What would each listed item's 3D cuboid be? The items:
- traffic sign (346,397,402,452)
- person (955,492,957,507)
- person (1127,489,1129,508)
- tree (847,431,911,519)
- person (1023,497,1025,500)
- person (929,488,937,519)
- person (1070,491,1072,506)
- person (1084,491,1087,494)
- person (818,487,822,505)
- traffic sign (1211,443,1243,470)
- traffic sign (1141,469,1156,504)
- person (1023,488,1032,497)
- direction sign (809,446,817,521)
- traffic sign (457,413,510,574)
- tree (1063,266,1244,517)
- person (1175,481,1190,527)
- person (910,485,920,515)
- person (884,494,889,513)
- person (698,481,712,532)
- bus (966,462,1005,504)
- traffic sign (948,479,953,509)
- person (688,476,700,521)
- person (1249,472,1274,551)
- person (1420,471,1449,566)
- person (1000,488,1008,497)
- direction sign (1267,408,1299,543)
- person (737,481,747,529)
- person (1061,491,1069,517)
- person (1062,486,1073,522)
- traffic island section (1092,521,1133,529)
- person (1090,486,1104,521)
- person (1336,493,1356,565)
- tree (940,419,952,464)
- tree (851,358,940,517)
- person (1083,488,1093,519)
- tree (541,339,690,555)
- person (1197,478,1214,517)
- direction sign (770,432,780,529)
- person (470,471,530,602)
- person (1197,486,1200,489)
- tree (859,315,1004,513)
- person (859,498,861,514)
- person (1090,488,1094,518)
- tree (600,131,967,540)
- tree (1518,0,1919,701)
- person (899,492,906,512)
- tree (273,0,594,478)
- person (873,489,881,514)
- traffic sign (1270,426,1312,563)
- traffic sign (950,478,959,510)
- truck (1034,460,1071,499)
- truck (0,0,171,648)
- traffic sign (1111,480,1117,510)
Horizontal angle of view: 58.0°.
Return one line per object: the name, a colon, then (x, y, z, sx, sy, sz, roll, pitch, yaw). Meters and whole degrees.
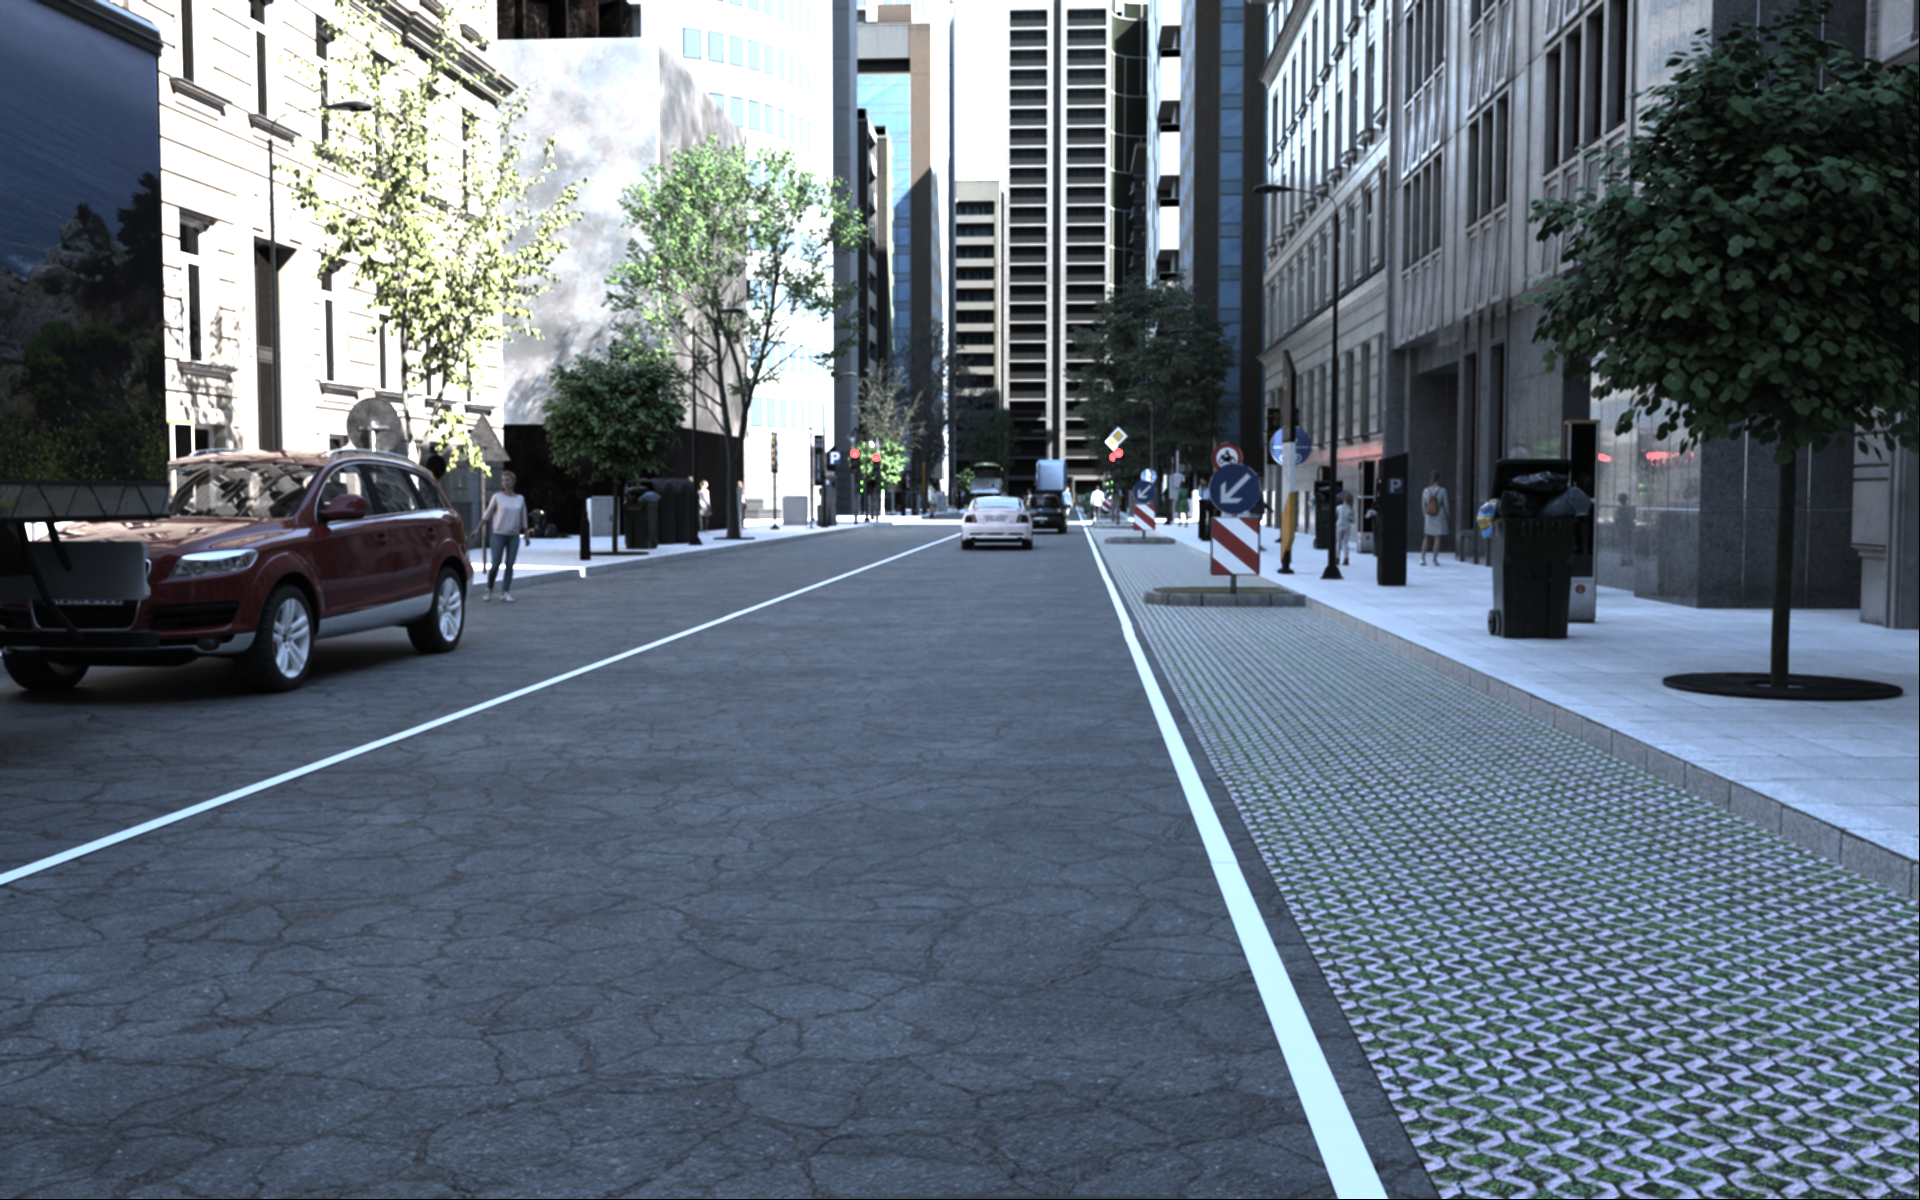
traffic sign: (-7.710, -1.387, 22.781, 0.768, 2.556, 0.104, 0, 4, 6)
person: (-0.311, -10.432, 176.539, 0.705, 1.831, 1.348, -2, 4, -29)
person: (15.311, -9.317, 158.393, 1.348, 1.821, 0.705, 0, 4, -4)
tree: (-4.194, -6.481, 89.679, 4.285, 4.588, 4.351, 0, 3, 0)
person: (5.395, -7.823, 141.898, 0.738, 1.151, 1.012, 0, 4, 7)
person: (-1.580, -5.512, 99.104, 0.515, 1.767, 0.782, 1, 4, 10)
person: (13.580, -12.510, 213.494, 0.568, 1.767, 0.683, 0, 4, -8)
person: (13.963, -11.116, 190.966, 0.721, 1.743, 1.217, 1, 4, 9)
person: (-5.627, -4.096, 72.811, 0.655, 1.846, 0.447, -2, 4, -26)
traffic sign: (6.615, -2.619, 42.925, 0.768, 2.556, 0.104, 1, 4, 13)
traffic sign: (9.603, -5.389, 88.209, 0.768, 2.556, 0.104, 0, 4, 4)
person: (3.740, -5.286, 95.496, 0.524, 1.755, 0.480, 0, 4, -4)
direction sign: (-7.017, -5.544, 82.648, 0.379, 3.537, 0.876, 0, 4, -8)
traffic sign: (-7.654, -1.701, 27.808, 0.884, 2.594, 0.081, 0, 4, 5)
tree: (10.820, -11.602, 96.344, 9.857, 13.997, 8.962, 0, 3, 0)
person: (8.740, -3.770, 67.925, 0.600, 1.795, 0.529, -2, 4, -29)
person: (-2.751, -6.146, 106.342, 0.655, 1.846, 0.447, -3, 4, -38)
person: (-4.999, -6.571, 117.754, 0.425, 1.301, 0.394, -2, 4, -35)
person: (-8.506, -3.109, 57.628, 0.466, 1.731, 0.760, 0, 4, -4)
bus: (2.186, -8.961, 138.060, 2.896, 3.916, 12.252, 0, 4, 3)
traffic sign: (-0.646, -8.823, 144.357, 0.768, 2.556, 0.104, 1, 4, 11)
person: (-8.418, -2.952, 54.269, 0.622, 1.834, 0.822, 1, 4, 11)
person: (6.666, -1.987, 38.878, 0.721, 1.781, 0.623, 1, 4, 12)
person: (8.480, -1.464, 30.977, 0.512, 1.701, 0.522, 2, 4, 24)
person: (2.700, -5.831, 104.170, 0.599, 1.781, 0.374, 0, 4, -8)
direction sign: (8.536, -3.293, 45.837, 0.876, 3.537, 0.379, -1, 4, -13)
person: (-8.136, -3.486, 63.634, 0.643, 1.750, 0.593, -1, 4, -14)
person: (6.557, -6.100, 108.251, 0.660, 1.820, 0.620, 3, 5, 41)
person: (5.442, -4.911, 88.823, 0.581, 1.822, 0.654, 3, 4, 36)
traffic island section: (7.121, -3.548, 80.288, 2.009, 0.180, 2.903, 0, 4, 4)
person: (6.865, -4.792, 86.693, 0.661, 1.843, 0.795, 0, 4, 2)
person: (6.897, -1.278, 31.223, 0.425, 1.301, 0.394, -1, 4, -16)
tree: (-2.305, -11.109, 131.986, 4.360, 8.622, 3.978, 0, 3, 0)
tree: (-4.052, -8.854, 95.121, 4.360, 8.622, 3.978, 0, 3, 0)
person: (7.262, -5.441, 97.701, 0.600, 1.795, 0.529, 0, 4, -7)
tree: (-7.346, -3.239, 36.680, 4.285, 4.588, 4.351, 0, 3, 0)
person: (7.723, -2.918, 54.015, 0.793, 1.790, 0.793, -2, 4, -26)
direction sign: (-6.763, -4.356, 63.216, 0.379, 3.537, 0.876, 0, 4, 7)
person: (-6.162, -0.848, 23.039, 0.731, 1.740, 0.598, -3, 5, -40)
person: (11.562, -4.679, 83.547, 0.522, 1.701, 0.512, 1, 4, 9)
tree: (-2.231, -12.695, 117.925, 12.009, 13.543, 11.850, 0, 3, 0)
person: (-6.678, -6.276, 113.339, 0.332, 1.250, 0.352, 2, 4, 24)
person: (7.717, -5.648, 101.021, 0.419, 1.800, 0.721, 2, 4, 32)
tree: (-6.344, -7.531, 48.883, 9.928, 11.665, 9.643, 0, 3, 0)
tree: (5.432, -1.682, 11.220, 4.285, 4.588, 4.351, 0, 3, 0)
person: (-4.044, -7.101, 122.571, 0.534, 1.772, 0.576, -3, 5, -44)
tree: (-7.811, -4.586, 25.340, 4.737, 8.622, 4.395, 0, 3, 0)
person: (-5.197, -6.132, 106.278, 0.794, 1.824, 0.713, 1, 4, 23)
traffic sign: (6.145, -1.966, 32.242, 0.768, 2.556, 0.104, 0, 4, 8)
traffic sign: (-0.481, -8.624, 141.101, 0.768, 2.556, 0.104, 0, 4, 8)
truck: (6.703, -8.572, 129.913, 2.967, 4.110, 18.799, 0, 4, 5)
truck: (-6.470, -0.980, 4.941, 2.839, 4.237, 11.283, 0, 4, 5)
traffic sign: (12.874, -8.784, 143.720, 0.768, 2.556, 0.104, 0, 4, 5)
